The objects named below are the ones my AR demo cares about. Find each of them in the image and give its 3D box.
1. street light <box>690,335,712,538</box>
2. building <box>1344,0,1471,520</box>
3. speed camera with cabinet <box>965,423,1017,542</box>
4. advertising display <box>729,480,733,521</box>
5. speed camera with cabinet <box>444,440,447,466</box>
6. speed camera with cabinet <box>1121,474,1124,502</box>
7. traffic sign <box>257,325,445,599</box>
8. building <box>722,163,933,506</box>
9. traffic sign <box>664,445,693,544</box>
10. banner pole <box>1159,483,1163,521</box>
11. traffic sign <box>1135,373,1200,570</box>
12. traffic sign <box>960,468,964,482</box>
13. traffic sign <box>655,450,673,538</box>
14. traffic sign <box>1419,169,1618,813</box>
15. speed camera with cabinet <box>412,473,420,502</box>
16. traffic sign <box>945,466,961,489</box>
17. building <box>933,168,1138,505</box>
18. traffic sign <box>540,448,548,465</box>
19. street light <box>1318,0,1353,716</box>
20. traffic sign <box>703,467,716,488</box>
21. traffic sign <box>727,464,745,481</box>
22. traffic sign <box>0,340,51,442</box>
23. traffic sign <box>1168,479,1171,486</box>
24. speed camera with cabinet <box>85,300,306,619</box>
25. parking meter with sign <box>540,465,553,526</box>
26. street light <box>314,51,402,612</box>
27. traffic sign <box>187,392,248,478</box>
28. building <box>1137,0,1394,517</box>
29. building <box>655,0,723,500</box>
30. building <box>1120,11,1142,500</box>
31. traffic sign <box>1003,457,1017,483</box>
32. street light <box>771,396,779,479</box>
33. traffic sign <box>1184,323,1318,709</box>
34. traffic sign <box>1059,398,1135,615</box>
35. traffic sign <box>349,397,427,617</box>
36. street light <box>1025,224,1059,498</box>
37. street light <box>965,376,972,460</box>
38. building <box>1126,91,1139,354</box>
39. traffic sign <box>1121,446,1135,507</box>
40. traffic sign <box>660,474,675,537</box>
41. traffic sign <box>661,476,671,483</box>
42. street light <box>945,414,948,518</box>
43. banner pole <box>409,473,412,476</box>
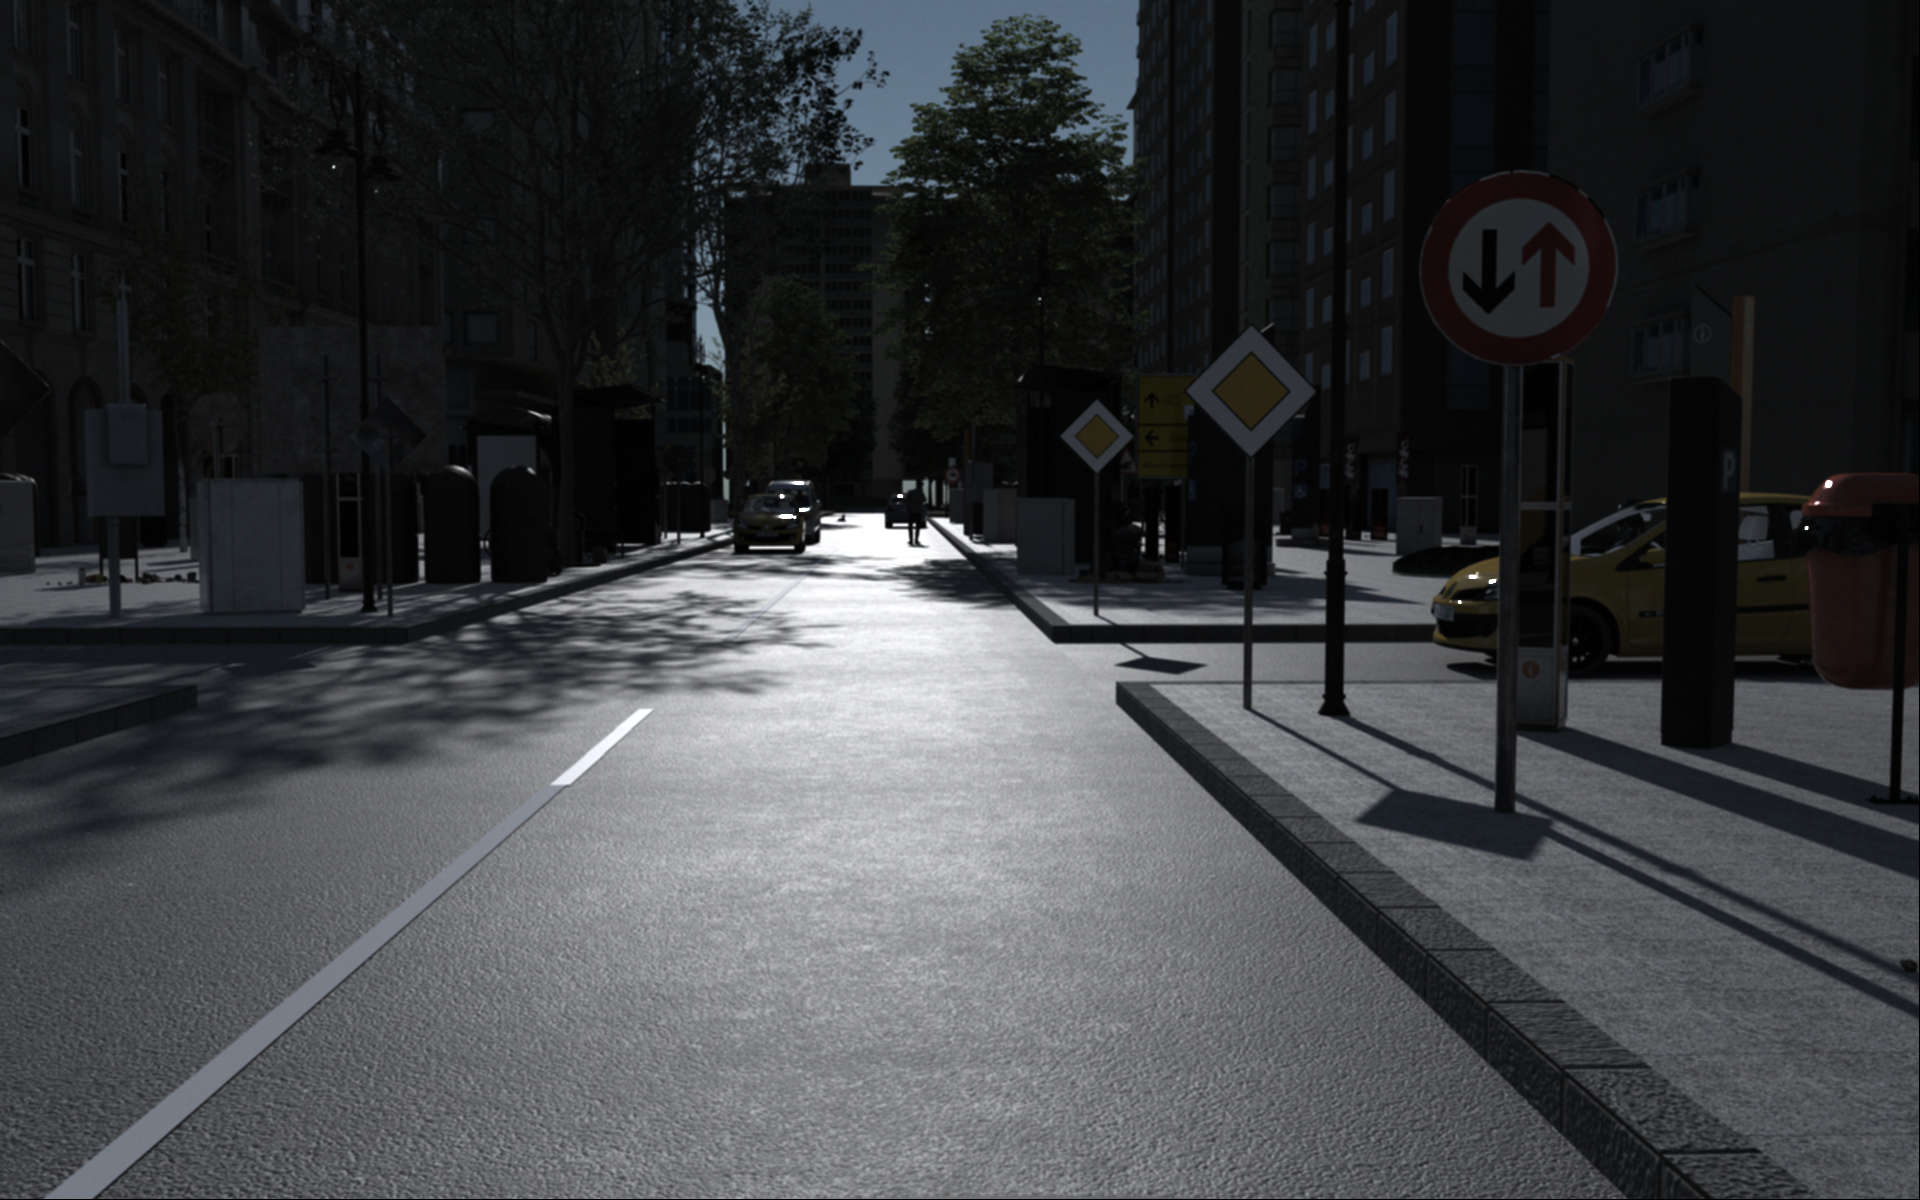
[{"bbox_3d":[-7.530,-4.750,50.451,0.468,5.910,1.993,0,4,-2],"label":"street light"},{"bbox_3d":[20.738,-27.730,103.502,14.600,45.320,14.200,0,4,-2],"label":"building"},{"bbox_3d":[0.854,-3.264,47.703,0.660,3.252,2.038,-2,4,-27],"label":"speed camera with cabinet"},{"bbox_3d":[-10.857,-4.699,82.047,0.123,1.923,0.974,-1,4,-9],"label":"advertising display"},{"bbox_3d":[-18.528,-4.195,62.926,0.660,3.252,2.038,-1,4,-13],"label":"speed camera with cabinet"},{"bbox_3d":[3.896,-3.312,48.488,0.660,3.252,2.038,-1,4,-21],"label":"speed camera with cabinet"},{"bbox_3d":[-7.381,-1.659,21.000,2.265,3.308,0.079,0,4,3],"label":"traffic sign"},{"bbox_3d":[-15.773,-31.461,206.262,23.993,40.220,32.217,0,4,-2],"label":"building"},{"bbox_3d":[-7.243,-2.717,44.534,0.768,2.556,0.104,0,4,3],"label":"traffic sign"},{"bbox_3d":[9.676,-5.704,83.277,0.401,3.779,0.863,1,4,16],"label":"banner pole"},{"bbox_3d":[4.089,-2.160,29.184,2.265,3.308,0.079,0,4,3],"label":"traffic sign"},{"bbox_3d":[0.353,-4.939,80.851,0.768,2.556,0.104,0,4,8],"label":"traffic sign"},{"bbox_3d":[-8.518,-3.054,50.033,0.768,2.556,0.104,0,4,0],"label":"traffic sign"},{"bbox_3d":[2.202,-0.417,6.920,0.768,2.556,0.104,0,4,5],"label":"traffic sign"},{"bbox_3d":[-17.311,-3.527,52.004,2.038,3.252,0.660,0,4,-8],"label":"speed camera with cabinet"},{"bbox_3d":[-0.321,-4.856,79.503,0.768,2.556,0.104,0,4,7],"label":"traffic sign"},{"bbox_3d":[8.423,-31.550,207.726,23.993,40.220,32.217,0,4,-2],"label":"building"},{"bbox_3d":[-11.496,-2.857,46.814,0.768,2.556,0.104,0,4,8],"label":"traffic sign"},{"bbox_3d":[2.179,-2.271,9.915,0.468,5.910,1.993,0,4,-2],"label":"street light"},{"bbox_3d":[-11.731,-4.923,80.589,0.768,2.556,0.104,0,4,5],"label":"traffic sign"},{"bbox_3d":[-9.443,-4.463,73.076,0.768,2.556,0.104,0,4,4],"label":"traffic sign"},{"bbox_3d":[-5.674,-0.393,10.063,0.795,2.450,0.064,0,4,-2],"label":"traffic sign"},{"bbox_3d":[5.490,-2.766,45.332,0.768,2.556,0.104,0,3,0],"label":"traffic sign"},{"bbox_3d":[-8.075,-1.466,18.308,2.038,3.252,0.660,-2,4,-33],"label":"speed camera with cabinet"},{"bbox_3d":[-11.063,-3.008,45.436,1.738,3.016,0.543,0,4,-4],"label":"parking meter with sign"},{"bbox_3d":[-6.447,-2.809,18.712,0.468,5.910,1.993,0,4,-2],"label":"street light"},{"bbox_3d":[-9.273,-1.317,21.639,0.768,2.556,0.104,0,4,1],"label":"traffic sign"},{"bbox_3d":[19.957,-28.598,117.690,14.600,45.320,14.200,0,4,-2],"label":"building"},{"bbox_3d":[-43.350,-54.142,197.894,31.000,86.520,22.319,0,4,-2],"label":"building"},{"bbox_3d":[22.653,-50.546,139.097,22.319,86.520,31.000,0,4,-2],"label":"building"},{"bbox_3d":[1.630,-3.633,59.499,0.768,2.556,0.104,0,4,3],"label":"traffic sign"},{"bbox_3d":[-8.717,-6.659,81.668,0.468,5.910,1.993,0,4,-2],"label":"street light"},{"bbox_3d":[1.717,-0.407,10.300,0.795,2.450,0.064,0,4,-2],"label":"traffic sign"},{"bbox_3d":[1.438,-0.895,18.280,0.795,2.450,0.064,0,4,-2],"label":"traffic sign"},{"bbox_3d":[-5.952,-0.881,18.044,0.795,2.450,0.064,0,4,-2],"label":"traffic sign"},{"bbox_3d":[1.413,-3.500,30.009,0.468,5.910,1.993,0,4,-2],"label":"street light"},{"bbox_3d":[0.308,-5.443,61.786,0.468,5.910,1.993,0,4,-2],"label":"street light"},{"bbox_3d":[35.197,-37.714,205.854,27.495,52.752,28.713,0,4,-2],"label":"building"},{"bbox_3d":[4.519,-2.877,47.041,0.884,2.594,0.081,0,4,6],"label":"traffic sign"},{"bbox_3d":[-8.980,-3.176,51.928,0.884,2.594,0.081,0,4,4],"label":"traffic sign"},{"bbox_3d":[-13.260,-4.726,77.377,0.768,2.556,0.104,0,4,5],"label":"traffic sign"},{"bbox_3d":[-0.737,-7.353,93.009,0.468,5.910,1.993,0,4,-2],"label":"street light"},{"bbox_3d":[-14.303,-3.315,44.215,0.401,3.779,0.863,2,4,33],"label":"banner pole"}]
